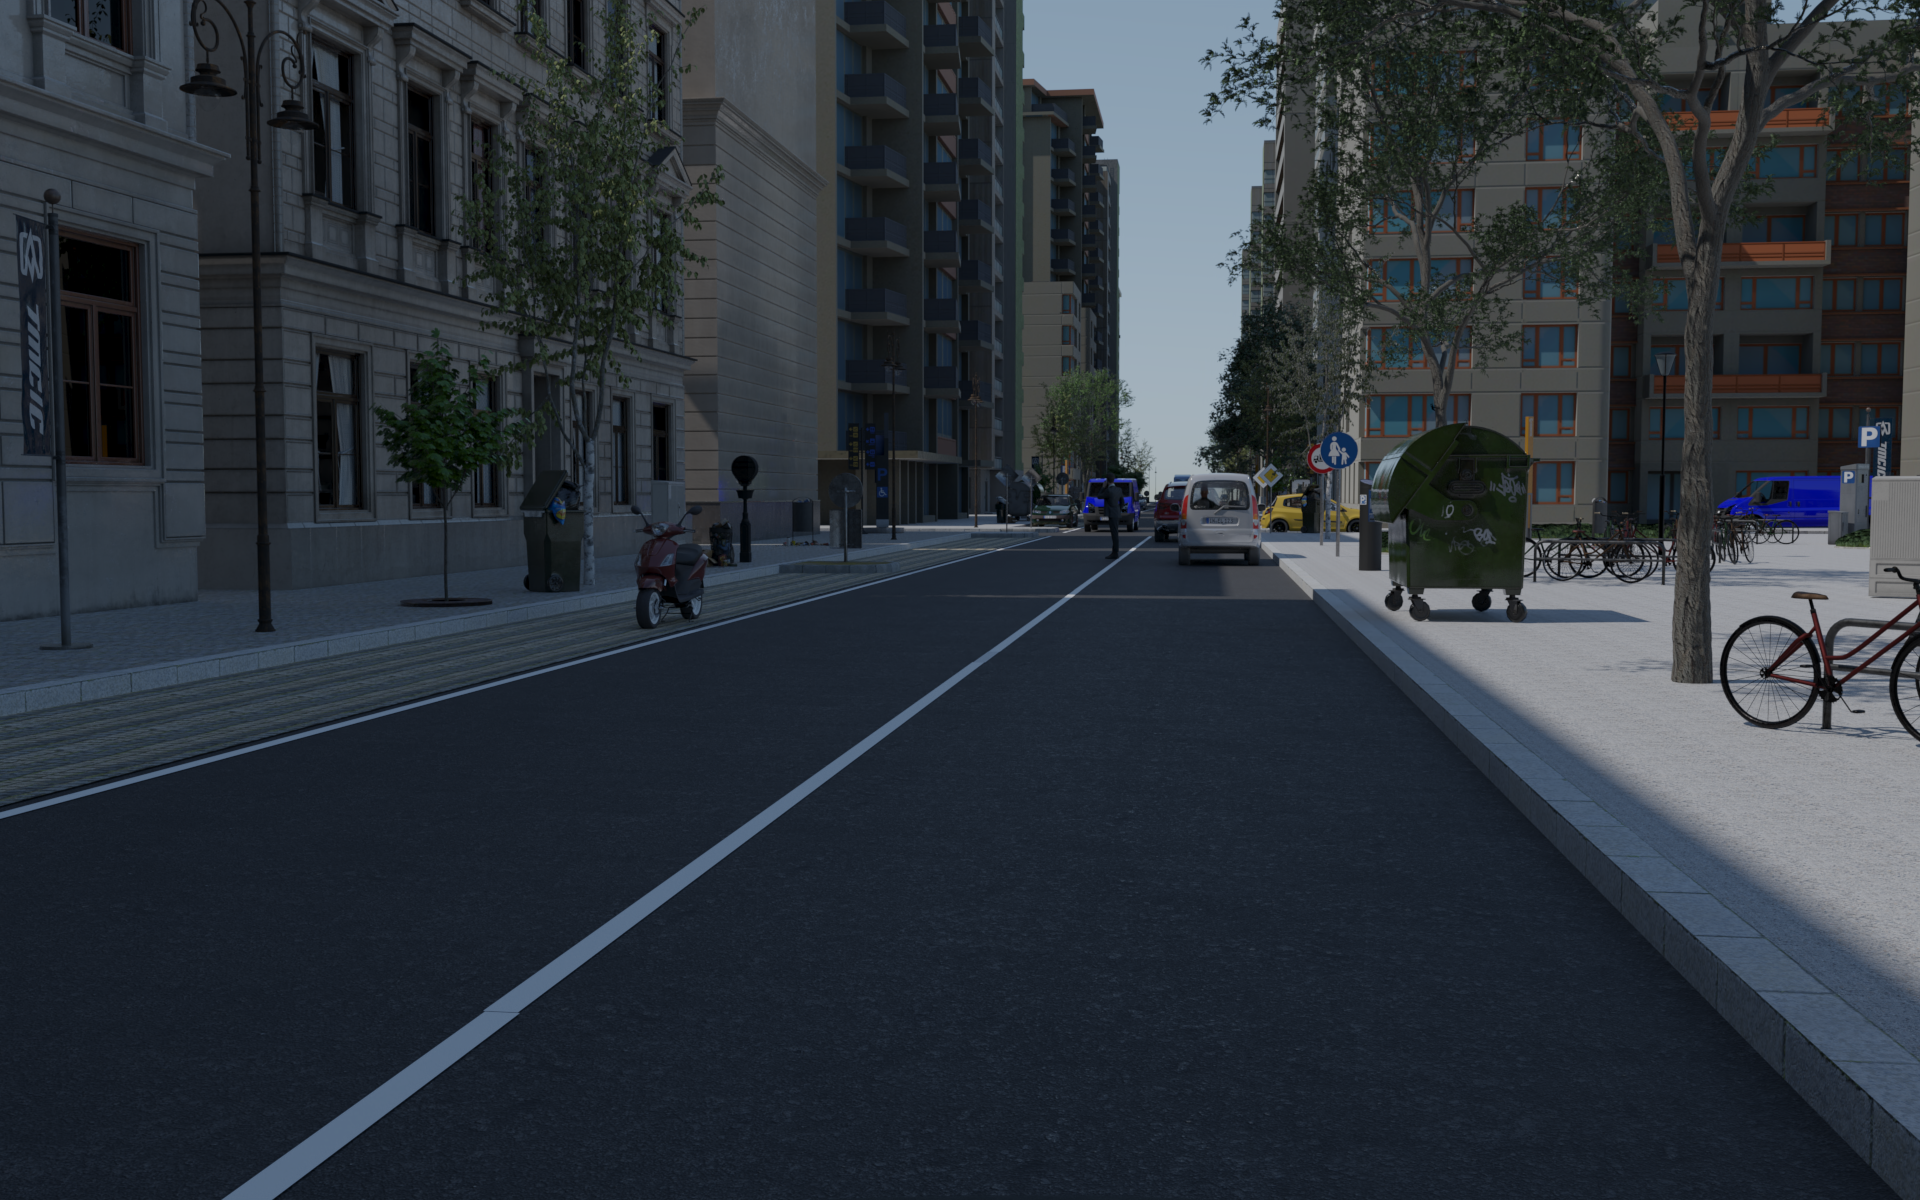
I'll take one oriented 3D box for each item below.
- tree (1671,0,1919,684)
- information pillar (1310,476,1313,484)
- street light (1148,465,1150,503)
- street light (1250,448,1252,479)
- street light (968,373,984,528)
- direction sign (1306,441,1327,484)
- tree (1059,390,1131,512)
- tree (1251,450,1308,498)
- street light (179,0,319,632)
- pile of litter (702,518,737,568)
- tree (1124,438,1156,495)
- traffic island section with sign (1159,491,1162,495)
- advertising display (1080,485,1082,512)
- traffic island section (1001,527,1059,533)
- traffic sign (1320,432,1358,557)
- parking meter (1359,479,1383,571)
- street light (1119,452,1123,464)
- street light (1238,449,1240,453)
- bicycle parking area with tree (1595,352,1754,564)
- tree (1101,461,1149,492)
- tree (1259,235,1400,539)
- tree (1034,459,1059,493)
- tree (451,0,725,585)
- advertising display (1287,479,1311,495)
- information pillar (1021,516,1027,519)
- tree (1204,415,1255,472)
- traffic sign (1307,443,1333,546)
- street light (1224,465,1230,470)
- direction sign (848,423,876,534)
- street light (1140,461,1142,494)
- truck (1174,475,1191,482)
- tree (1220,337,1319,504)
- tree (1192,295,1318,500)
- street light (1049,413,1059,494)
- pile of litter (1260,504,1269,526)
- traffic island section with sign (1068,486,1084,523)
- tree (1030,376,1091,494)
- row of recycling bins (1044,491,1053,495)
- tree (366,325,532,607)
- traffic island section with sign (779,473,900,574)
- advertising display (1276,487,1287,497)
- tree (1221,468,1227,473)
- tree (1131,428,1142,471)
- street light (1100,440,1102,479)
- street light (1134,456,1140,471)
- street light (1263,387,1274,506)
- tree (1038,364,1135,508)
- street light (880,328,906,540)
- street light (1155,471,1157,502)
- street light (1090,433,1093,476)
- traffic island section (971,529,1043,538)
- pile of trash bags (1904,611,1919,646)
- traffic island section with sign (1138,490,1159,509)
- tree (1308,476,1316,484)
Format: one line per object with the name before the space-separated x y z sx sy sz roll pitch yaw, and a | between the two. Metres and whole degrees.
tree | 4.686 -4.707 11.365 7.601 10.594 8.767 -2 4 -29
information pillar | 17.440 -5.785 85.937 0.183 3.616 0.504 1 4 17
street light | 28.027 -17.352 256.487 0.468 5.910 1.993 1 4 8
street light | 17.745 -8.133 105.756 0.468 5.910 1.993 1 4 8
street light | 0.616 -5.701 66.004 0.468 5.910 1.993 1 4 8
direction sign | 15.205 -5.009 73.894 0.876 3.537 0.379 0 4 2
tree | 8.776 -10.402 120.437 4.360 8.622 3.978 0 3 0
tree | 13.932 -4.995 76.273 1.663 3.219 1.824 0 3 0
street light | -6.482 -2.642 15.983 0.468 5.910 1.993 1 4 8
pile of litter | -4.506 -1.035 30.884 1.176 0.858 1.719 0 4 5
tree | 23.743 -16.990 228.155 4.737 8.622 4.395 0 3 0
traffic island section with sign | 28.586 -14.529 246.178 1.989 1.847 2.006 1 4 8
advertising display | 8.995 -7.488 127.646 0.123 1.923 0.974 1 4 11
traffic island section | 2.672 -2.649 65.597 2.009 0.180 2.903 1 4 8
traffic sign | 7.742 -2.160 35.429 0.768 2.556 0.104 1 4 18
parking meter | 6.872 -1.258 28.985 0.372 1.533 0.369 0 3 0
street light | 16.243 -12.312 174.083 0.468 5.910 1.993 1 4 8
street light | 23.841 -10.779 149.030 0.468 5.910 1.993 1 4 8
bicycle parking area with tree | 16.786 -2.898 34.389 8.231 4.147 9.016 2 4 33
tree | 15.219 -11.232 167.362 4.285 4.588 4.351 0 3 0
tree | 10.520 -6.056 49.375 4.360 8.622 3.978 0 3 0
tree | 4.271 -6.051 93.540 1.663 3.219 1.824 0 3 0
tree | -5.304 -4.534 24.494 4.737 8.622 4.395 0 3 0
advertising display | 14.404 -4.166 73.332 0.974 1.923 0.123 -1 4 -23
information pillar | 3.363 -5.288 90.954 0.304 2.012 0.304 1 4 14
tree | 34.945 -18.089 221.516 9.928 11.665 9.643 0 3 0
traffic sign | 9.011 -2.629 43.097 0.768 2.556 0.104 1 4 9
street light | 35.903 -15.911 232.926 0.468 5.910 1.993 1 4 8
direction sign | -3.133 -3.878 55.407 0.876 3.537 0.379 0 4 -8
street light | 23.411 -15.382 224.287 0.468 5.910 1.993 1 4 8
truck | 31.438 -15.552 244.031 2.967 4.110 18.799 0 4 8
tree | 14.826 -8.050 81.975 4.737 8.622 4.395 0 3 0
tree | 18.079 -11.114 98.726 9.611 12.733 9.660 0 3 0
street light | 5.296 -7.639 97.681 0.468 5.910 1.993 1 4 8
pile of litter | 12.494 -3.433 70.098 1.176 0.858 1.719 1 4 14
traffic island section with sign | 5.834 -4.830 87.590 1.989 1.847 2.006 1 4 8
tree | 6.147 -9.682 108.666 4.737 8.622 4.395 0 3 0
row of recycling bins | 5.532 -7.798 134.607 3.534 1.692 1.069 1 4 18
tree | -6.089 -1.557 20.059 1.663 3.219 1.824 0 3 0
traffic island section with sign | -2.161 -1.428 31.983 1.989 1.847 2.006 1 4 8
advertising display | 17.078 -5.302 91.908 0.123 1.923 0.974 3 5 41
tree | 40.219 -18.856 258.650 4.360 8.622 3.978 0 3 0
tree | 16.776 -13.918 177.927 4.360 8.622 3.978 0 3 0
street light | 11.572 -10.374 142.405 0.468 5.910 1.993 1 4 8
street light | 20.806 -14.250 205.777 0.468 5.910 1.993 1 4 8
street light | 13.151 -6.194 74.067 0.468 5.910 1.993 1 4 8
tree | 10.022 -12.949 137.472 9.928 11.665 9.643 0 3 0
street light | -1.857 -4.631 48.504 0.468 5.910 1.993 1 4 8
street light | 32.567 -19.290 288.184 0.468 5.910 1.993 1 4 8
street light | 9.835 -9.577 129.378 0.468 5.910 1.993 1 4 8
traffic island section | 1.538 -2.166 57.693 2.009 0.180 2.903 1 4 8
pile of trash bags | 9.846 -0.304 14.728 3.447 1.369 1.912 -2 4 -28
traffic island section with sign | 20.623 -11.134 190.675 1.989 1.847 2.006 1 4 8
tree | 20.936 -6.783 105.504 1.663 3.219 1.824 0 3 0
